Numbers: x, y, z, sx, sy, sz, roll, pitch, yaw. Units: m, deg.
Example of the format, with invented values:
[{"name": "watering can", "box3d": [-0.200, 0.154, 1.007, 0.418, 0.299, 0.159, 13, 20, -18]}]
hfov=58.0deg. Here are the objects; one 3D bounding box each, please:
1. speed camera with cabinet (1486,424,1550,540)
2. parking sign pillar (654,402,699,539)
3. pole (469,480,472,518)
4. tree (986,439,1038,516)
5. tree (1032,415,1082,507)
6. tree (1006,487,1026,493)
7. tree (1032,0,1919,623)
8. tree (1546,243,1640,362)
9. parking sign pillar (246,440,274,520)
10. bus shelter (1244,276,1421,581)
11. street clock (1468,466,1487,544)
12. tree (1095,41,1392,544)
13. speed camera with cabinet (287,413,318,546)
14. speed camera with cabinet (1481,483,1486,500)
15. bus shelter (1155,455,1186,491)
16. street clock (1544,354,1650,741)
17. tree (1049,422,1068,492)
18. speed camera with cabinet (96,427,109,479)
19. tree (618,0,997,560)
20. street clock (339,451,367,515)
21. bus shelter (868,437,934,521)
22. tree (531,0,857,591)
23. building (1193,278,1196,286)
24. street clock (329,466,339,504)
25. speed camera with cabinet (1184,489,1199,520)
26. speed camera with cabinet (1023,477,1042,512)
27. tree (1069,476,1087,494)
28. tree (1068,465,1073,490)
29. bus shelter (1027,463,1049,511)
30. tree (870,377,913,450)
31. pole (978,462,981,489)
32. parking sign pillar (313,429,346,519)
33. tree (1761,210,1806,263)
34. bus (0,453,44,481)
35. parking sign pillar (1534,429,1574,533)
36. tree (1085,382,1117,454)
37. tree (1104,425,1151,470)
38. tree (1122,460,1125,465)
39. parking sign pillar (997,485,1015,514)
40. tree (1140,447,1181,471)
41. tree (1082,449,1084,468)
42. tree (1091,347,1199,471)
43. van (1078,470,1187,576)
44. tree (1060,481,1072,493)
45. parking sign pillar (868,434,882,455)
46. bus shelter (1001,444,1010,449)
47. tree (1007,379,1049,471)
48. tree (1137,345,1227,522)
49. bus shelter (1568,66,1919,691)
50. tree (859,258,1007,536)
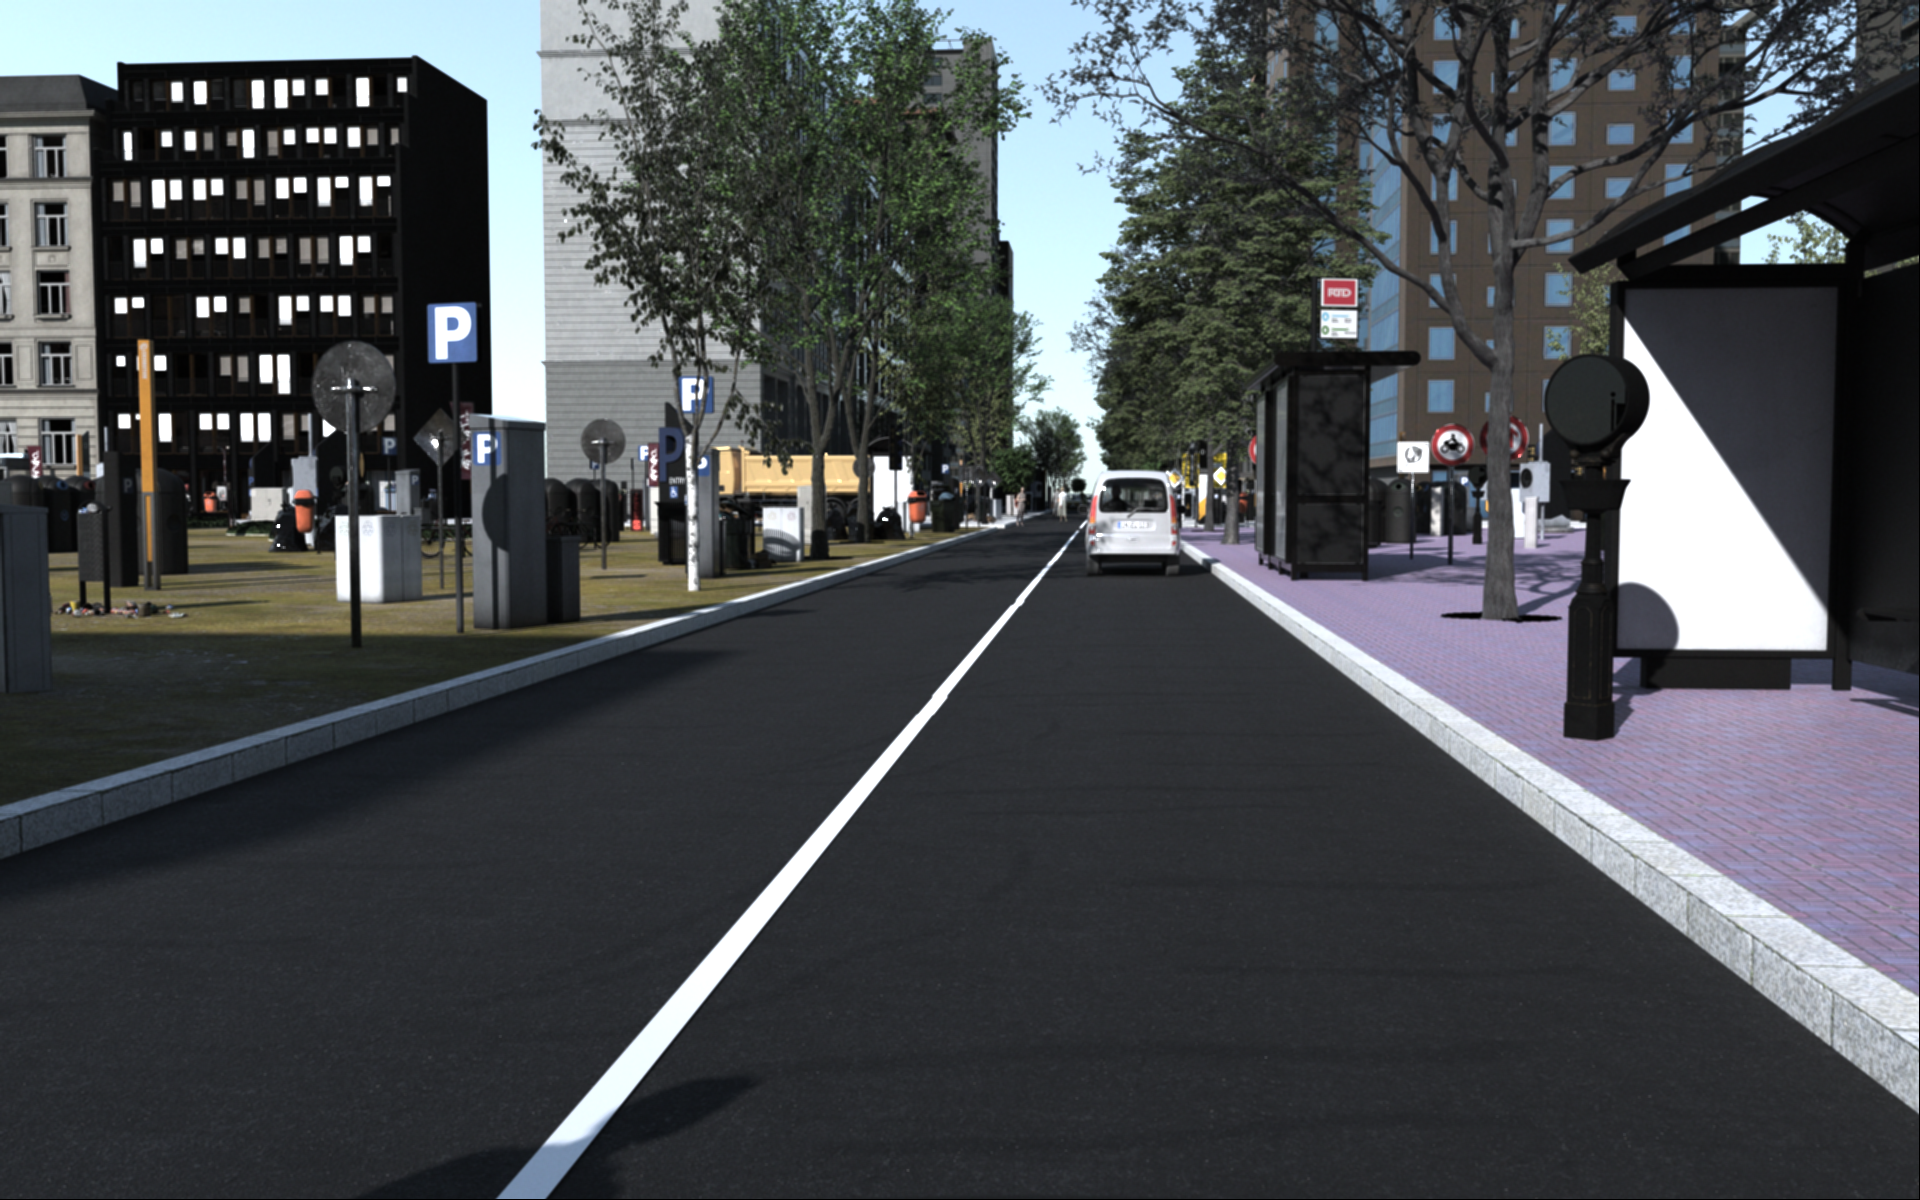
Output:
[{"name": "speed camera with cabinet", "box3d": [15.953, -3.365, 49.355, 0.660, 3.252, 2.038, -1, 4, -17]}, {"name": "parking sign pillar", "box3d": [-8.189, -3.789, 50.417, 1.447, 3.967, 1.447, 3, 5, 39]}, {"name": "pole", "box3d": [-26.689, -6.158, 94.527, 0.158, 3.312, 0.155, 0, 3, 0]}, {"name": "tree", "box3d": [3.084, -7.220, 101.757, 4.285, 4.588, 4.351, 0, 3, 0]}, {"name": "tree", "box3d": [8.331, -12.838, 160.263, 4.360, 8.622, 3.978, 0, 3, 0]}, {"name": "tree", "box3d": [3.455, -7.053, 109.919, 1.663, 3.219, 1.824, 0, 3, 0]}, {"name": "tree", "box3d": [5.397, -6.543, 17.347, 12.009, 13.543, 11.850, 0, 3, 0]}, {"name": "tree", "box3d": [19.013, -6.113, 50.315, 4.737, 8.622, 4.395, 0, 3, 0]}, {"name": "parking sign pillar", "box3d": [-34.682, -5.962, 85.950, 1.447, 3.967, 1.447, 1, 4, 23]}, {"name": "bus shelter", "box3d": [6.077, -3.185, 29.706, 2.179, 5.291, 8.768, 0, 4, 5]}, {"name": "street clock", "box3d": [13.270, -2.434, 44.373, 0.471, 2.002, 0.358, 2, 4, 34]}, {"name": "tree", "box3d": [7.116, -7.718, 44.315, 7.486, 12.596, 7.792, 0, 3, 0]}, {"name": "speed camera with cabinet", "box3d": [-16.374, -2.980, 43.066, 0.660, 3.252, 2.038, -2, 4, -25]}, {"name": "speed camera with cabinet", "box3d": [19.650, -4.144, 62.086, 2.038, 3.252, 0.660, -2, 4, -25]}, {"name": "bus shelter", "box3d": [12.910, -7.016, 105.990, 1.731, 3.624, 6.357, 0, 4, 5]}, {"name": "street clock", "box3d": [3.314, -0.275, 9.067, 0.358, 2.002, 0.471, -3, 5, -42]}, {"name": "tree", "box3d": [7.624, -13.316, 168.072, 4.737, 8.622, 4.395, 0, 3, 0]}, {"name": "speed camera with cabinet", "box3d": [-25.187, -3.425, 50.340, 0.660, 3.252, 2.038, 1, 4, 21]}, {"name": "tree", "box3d": [-2.656, -6.621, 34.011, 9.928, 11.665, 9.643, 0, 3, 0]}, {"name": "street clock", "box3d": [-10.116, -1.497, 29.054, 0.358, 2.002, 0.471, 0, 4, -6]}, {"name": "bus shelter", "box3d": [-2.242, -4.282, 63.933, 2.014, 3.302, 5.546, 0, 4, 5]}, {"name": "tree", "box3d": [-3.470, -4.413, 22.515, 4.360, 8.622, 3.978, 0, 3, 0]}, {"name": "building", "box3d": [46.939, -37.594, 298.262, 14.154, 41.232, 14.086, 0, 4, 5]}, {"name": "street clock", "box3d": [-16.101, -2.471, 44.971, 0.471, 2.002, 0.358, 2, 4, 23]}, {"name": "speed camera with cabinet", "box3d": [11.624, -5.706, 87.637, 0.660, 3.252, 2.038, 3, 5, 40]}, {"name": "speed camera with cabinet", "box3d": [4.971, -7.852, 122.721, 0.660, 3.252, 2.038, 3, 5, 40]}, {"name": "tree", "box3d": [20.750, -19.643, 304.871, 4.285, 4.588, 4.351, 0, 3, 0]}, {"name": "tree", "box3d": [13.909, -17.628, 238.586, 4.737, 8.622, 4.395, 0, 3, 0]}, {"name": "bus shelter", "box3d": [5.828, -8.619, 132.198, 1.731, 3.624, 6.357, 0, 4, 5]}, {"name": "tree", "box3d": [-4.766, -9.303, 102.465, 4.360, 8.622, 3.978, 0, 3, 0]}, {"name": "pole", "box3d": [1.224, -7.059, 109.265, 0.158, 3.312, 0.155, 0, 3, 0]}, {"name": "parking sign pillar", "box3d": [-24.333, -4.785, 66.709, 1.447, 3.967, 1.447, 2, 4, 30]}, {"name": "tree", "box3d": [18.881, -5.387, 38.440, 4.737, 8.622, 4.395, 0, 3, 0]}, {"name": "bus", "box3d": [-44.909, -4.799, 73.320, 13.247, 3.499, 2.948, 0, 4, 6]}, {"name": "parking sign pillar", "box3d": [19.673, -4.224, 57.529, 1.447, 3.967, 1.447, -2, 4, -26]}, {"name": "tree", "box3d": [27.194, -26.437, 288.131, 12.611, 20.169, 13.585, 0, 3, 0]}, {"name": "tree", "box3d": [21.426, -16.669, 206.946, 8.767, 10.594, 7.601, -1, 4, -12]}, {"name": "tree", "box3d": [23.385, -17.237, 232.184, 4.737, 8.622, 4.395, 0, 3, 0]}, {"name": "parking sign pillar", "box3d": [3.119, -7.698, 114.335, 1.447, 3.967, 1.447, 2, 4, 32]}, {"name": "tree", "box3d": [13.662, -8.079, 115.806, 4.285, 4.588, 4.351, 0, 3, 0]}, {"name": "tree", "box3d": [13.303, -16.236, 215.816, 4.360, 8.622, 3.978, 0, 3, 0]}, {"name": "tree", "box3d": [14.283, -13.620, 129.339, 9.857, 13.997, 8.962, 0, 3, 0]}, {"name": "van", "box3d": [3.157, -1.511, 31.717, 2.013, 2.044, 4.112, 0, 4, 5]}, {"name": "tree", "box3d": [15.331, -15.582, 249.368, 1.663, 3.219, 1.824, 0, 3, 0]}, {"name": "parking sign pillar", "box3d": [-4.089, -5.458, 77.706, 1.447, 3.967, 1.447, 1, 4, 16]}, {"name": "bus shelter", "box3d": [4.611, -10.073, 142.320, 2.179, 5.291, 8.768, 0, 4, 5]}, {"name": "tree", "box3d": [1.543, -8.851, 95.074, 4.737, 8.622, 4.395, 0, 3, 0]}, {"name": "tree", "box3d": [10.448, -7.937, 80.136, 4.360, 8.622, 3.978, 0, 3, 0]}, {"name": "bus shelter", "box3d": [4.849, -0.913, 8.850, 2.014, 3.302, 5.546, 0, 4, 5]}, {"name": "tree", "box3d": [-1.258, -6.296, 53.300, 4.737, 8.622, 4.395, 0, 3, 0]}]
